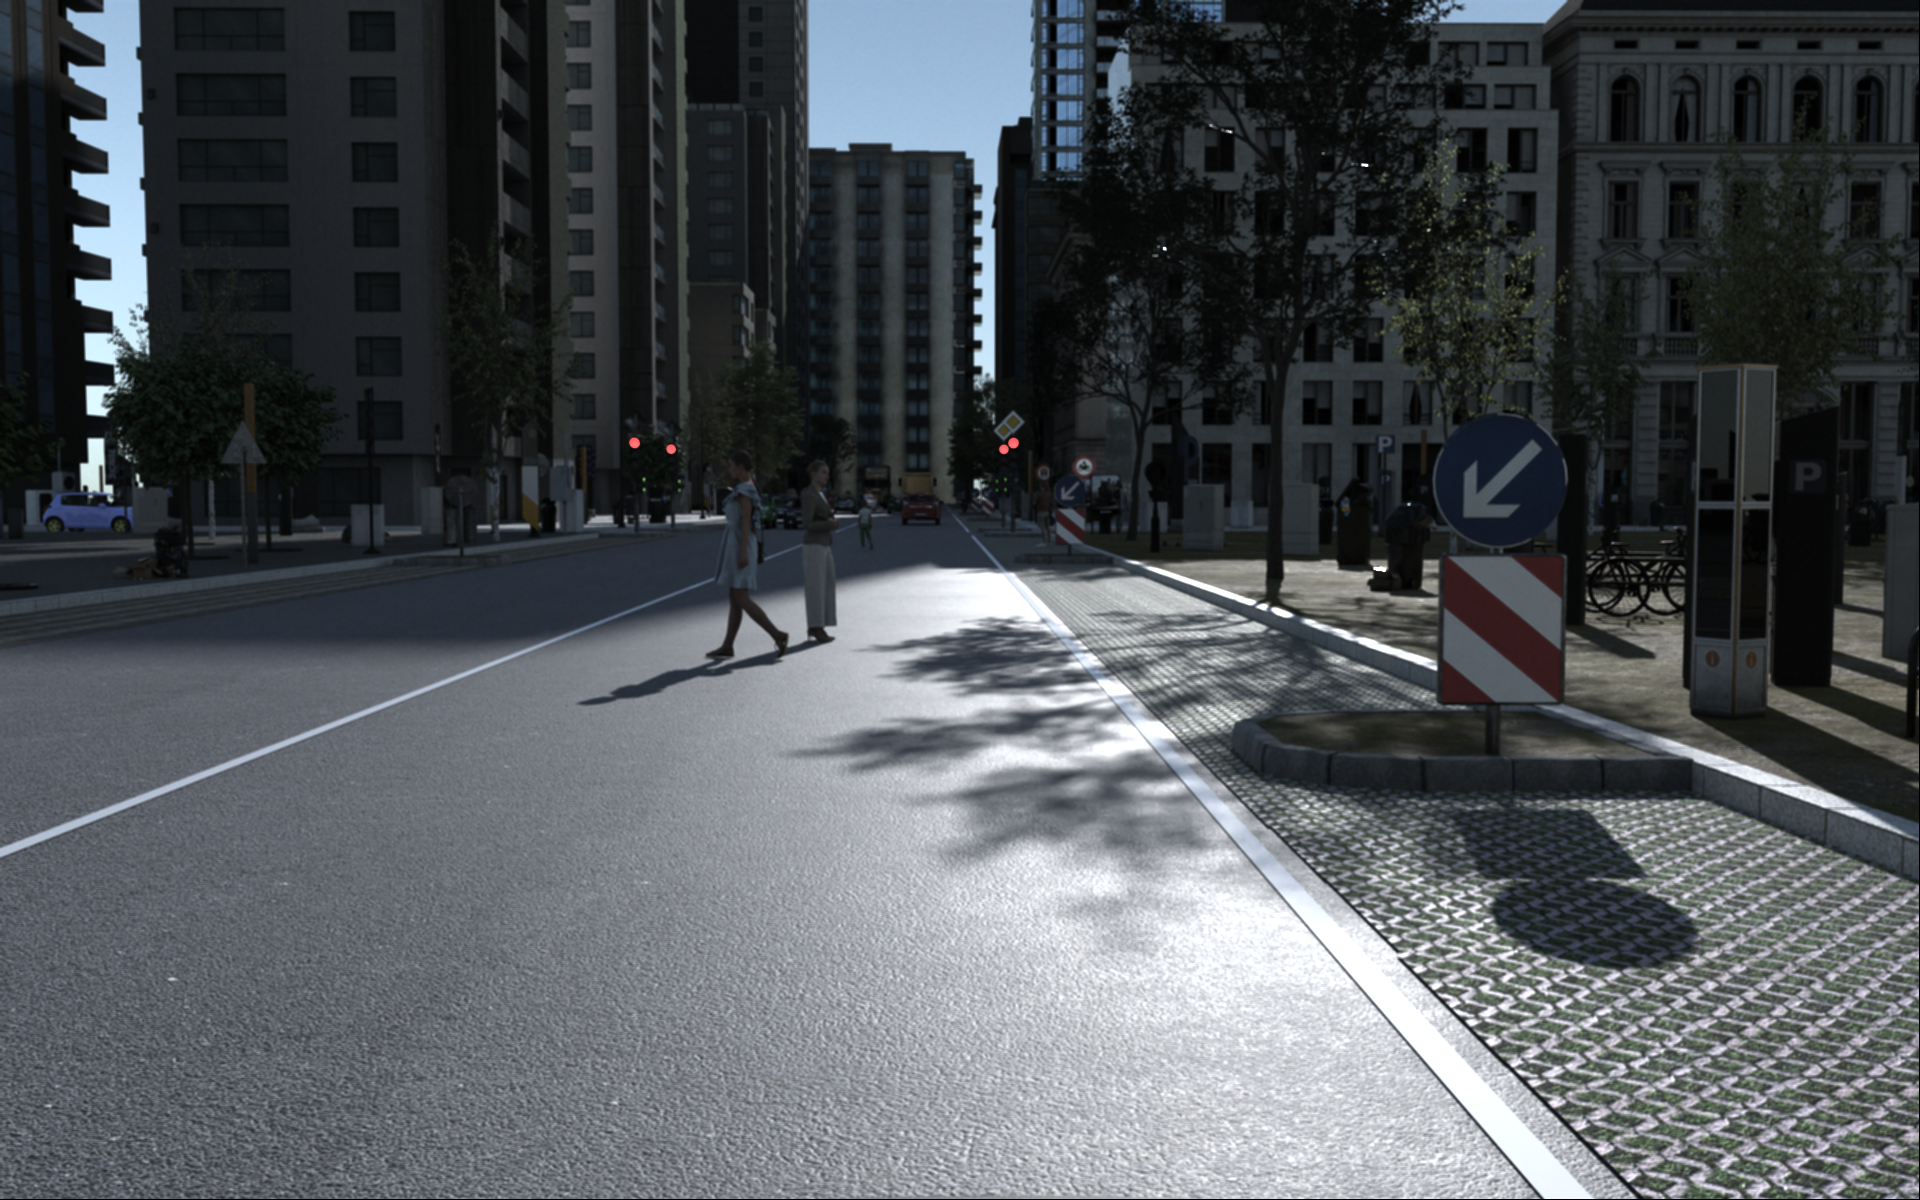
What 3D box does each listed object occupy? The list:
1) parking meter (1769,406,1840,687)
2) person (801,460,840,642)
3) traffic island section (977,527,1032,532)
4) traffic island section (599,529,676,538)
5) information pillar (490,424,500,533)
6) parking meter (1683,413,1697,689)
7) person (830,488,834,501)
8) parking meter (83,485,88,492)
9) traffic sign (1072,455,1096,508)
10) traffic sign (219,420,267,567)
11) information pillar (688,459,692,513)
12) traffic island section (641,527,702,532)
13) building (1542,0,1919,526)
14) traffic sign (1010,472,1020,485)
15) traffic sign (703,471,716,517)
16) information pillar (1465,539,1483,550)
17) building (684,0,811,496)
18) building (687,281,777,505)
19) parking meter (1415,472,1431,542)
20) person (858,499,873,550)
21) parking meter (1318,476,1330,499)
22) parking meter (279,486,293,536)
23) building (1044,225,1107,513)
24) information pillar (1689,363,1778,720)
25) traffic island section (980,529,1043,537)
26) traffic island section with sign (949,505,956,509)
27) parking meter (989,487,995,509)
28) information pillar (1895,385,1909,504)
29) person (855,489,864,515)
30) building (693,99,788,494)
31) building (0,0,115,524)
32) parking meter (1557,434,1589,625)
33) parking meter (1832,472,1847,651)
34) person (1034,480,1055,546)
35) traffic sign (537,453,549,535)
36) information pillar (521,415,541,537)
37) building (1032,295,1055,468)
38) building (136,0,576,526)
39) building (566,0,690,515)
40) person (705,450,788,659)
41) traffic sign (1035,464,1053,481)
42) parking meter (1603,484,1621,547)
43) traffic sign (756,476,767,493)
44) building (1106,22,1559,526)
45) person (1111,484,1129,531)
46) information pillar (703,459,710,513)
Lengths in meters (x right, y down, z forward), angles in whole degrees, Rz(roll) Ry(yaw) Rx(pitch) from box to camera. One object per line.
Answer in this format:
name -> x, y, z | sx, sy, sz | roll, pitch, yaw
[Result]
parking meter -> 5.638, -0.361, 11.617 | 0.399, 1.863, 0.255 | 1, 4, 19
person -> -1.341, -0.474, 16.794 | 0.362, 1.759, 0.519 | 1, 4, 9
traffic island section -> 1.686, -2.685, 66.185 | 2.009, 0.180, 2.903 | 0, 4, -1
traffic island section -> -10.837, -2.186, 58.021 | 2.009, 0.180, 2.903 | 0, 4, -1
information pillar -> -15.330, -4.020, 57.076 | 0.183, 3.616, 0.504 | 1, 4, 12
parking meter -> 4.912, -0.341, 11.291 | 0.255, 1.863, 0.399 | 0, 4, 6
person -> -8.791, -6.667, 117.633 | 0.709, 1.813, 0.853 | 2, 4, 26
parking meter -> -59.143, -6.817, 117.167 | 0.255, 1.863, 0.399 | -2, 4, -34
traffic sign -> 4.077, -3.476, 56.945 | 0.768, 2.556, 0.104 | 0, 4, 3
traffic sign -> -12.622, -1.865, 30.493 | 0.884, 2.594, 0.081 | 0, 4, 7
information pillar -> -18.161, -7.649, 116.408 | 0.183, 3.616, 0.504 | 0, 4, 2
traffic island section -> -10.954, -2.674, 66.006 | 2.009, 0.180, 2.903 | 0, 4, -1
building -> 33.840, -15.014, 74.357 | 19.941, 23.489, 11.050 | 0, 4, -1
traffic sign -> 3.001, -5.923, 96.939 | 0.768, 2.556, 0.104 | 0, 4, 1
traffic sign -> -13.726, -5.790, 94.778 | 0.768, 2.556, 0.104 | 0, 4, 1
information pillar -> 11.767, -2.146, 39.572 | 0.304, 2.012, 0.304 | -1, 4, -16
building -> -28.459, -46.685, 201.550 | 20.611, 71.187, 20.563 | 0, 4, -1
building -> -31.650, -18.988, 155.498 | 27.650, 21.520, 28.899 | 0, 4, -1
parking meter -> 12.509, -2.515, 46.829 | 0.399, 1.863, 0.255 | 0, 4, 7
person -> -2.422, -1.941, 44.484 | 0.306, 1.304, 0.590 | -2, 4, -29
parking meter -> 11.749, -3.073, 55.948 | 0.255, 1.863, 0.399 | 2, 4, 35
parking meter -> -20.869, -2.764, 53.598 | 0.372, 1.533, 0.369 | 0, 3, 0
building -> 11.168, -14.960, 109.231 | 10.561, 19.102, 19.286 | 0, 4, -1
information pillar -> 4.439, -0.334, 9.953 | 0.304, 2.012, 0.304 | -2, 4, -29
traffic island section -> 1.803, -2.197, 58.201 | 2.009, 0.180, 2.903 | 0, 4, -1
traffic island section with sign -> 0.196, -9.769, 168.345 | 1.989, 1.847, 2.006 | 0, 4, -1
parking meter -> 2.558, -8.096, 138.080 | 0.255, 1.863, 0.399 | 3, 5, 42
information pillar -> 20.416, -2.826, 37.561 | 0.183, 3.616, 0.504 | 1, 4, 14
person -> -6.814, -6.709, 118.376 | 0.419, 1.800, 0.721 | -3, 5, -40
building -> -25.251, -30.144, 176.444 | 14.154, 41.232, 14.086 | 0, 4, -1
building -> -47.291, -25.961, 74.568 | 14.200, 45.320, 14.600 | 0, 4, -1
parking meter -> 6.041, -0.696, 17.086 | 0.255, 1.863, 0.399 | 2, 4, 24
parking meter -> 6.990, -0.356, 14.234 | 0.372, 1.533, 0.369 | 0, 3, 0
person -> 2.304, -2.369, 47.213 | 0.573, 1.828, 0.580 | 0, 4, 1
traffic sign -> -13.042, -3.261, 53.423 | 0.768, 2.556, 0.104 | 1, 4, 8
information pillar -> -12.718, -3.664, 51.267 | 0.504, 3.616, 0.183 | -2, 4, -33
building -> 13.870, -16.234, 132.882 | 16.820, 18.784, 16.811 | 0, 4, -1
building -> -25.203, -18.526, 74.598 | 14.160, 30.474, 14.107 | 0, 4, -1
building -> -25.765, -26.279, 113.253 | 14.154, 41.232, 14.086 | 0, 4, -1
person -> -1.845, -0.397, 15.084 | 0.778, 1.811, 0.616 | 1, 4, 15
traffic sign -> 3.549, -4.464, 73.098 | 0.768, 2.556, 0.104 | 0, 4, 4
parking meter -> 15.775, -2.049, 41.913 | 0.372, 1.533, 0.369 | 0, 3, 0
traffic sign -> -14.014, -7.464, 122.148 | 0.768, 2.556, 0.104 | 0, 4, 5
building -> 15.175, -13.399, 73.824 | 16.860, 20.320, 10.420 | 0, 4, -1
person -> 5.887, -3.386, 63.983 | 0.709, 1.813, 0.853 | 0, 4, -7
information pillar -> -17.100, -7.679, 116.904 | 0.504, 3.616, 0.183 | 1, 4, 8
